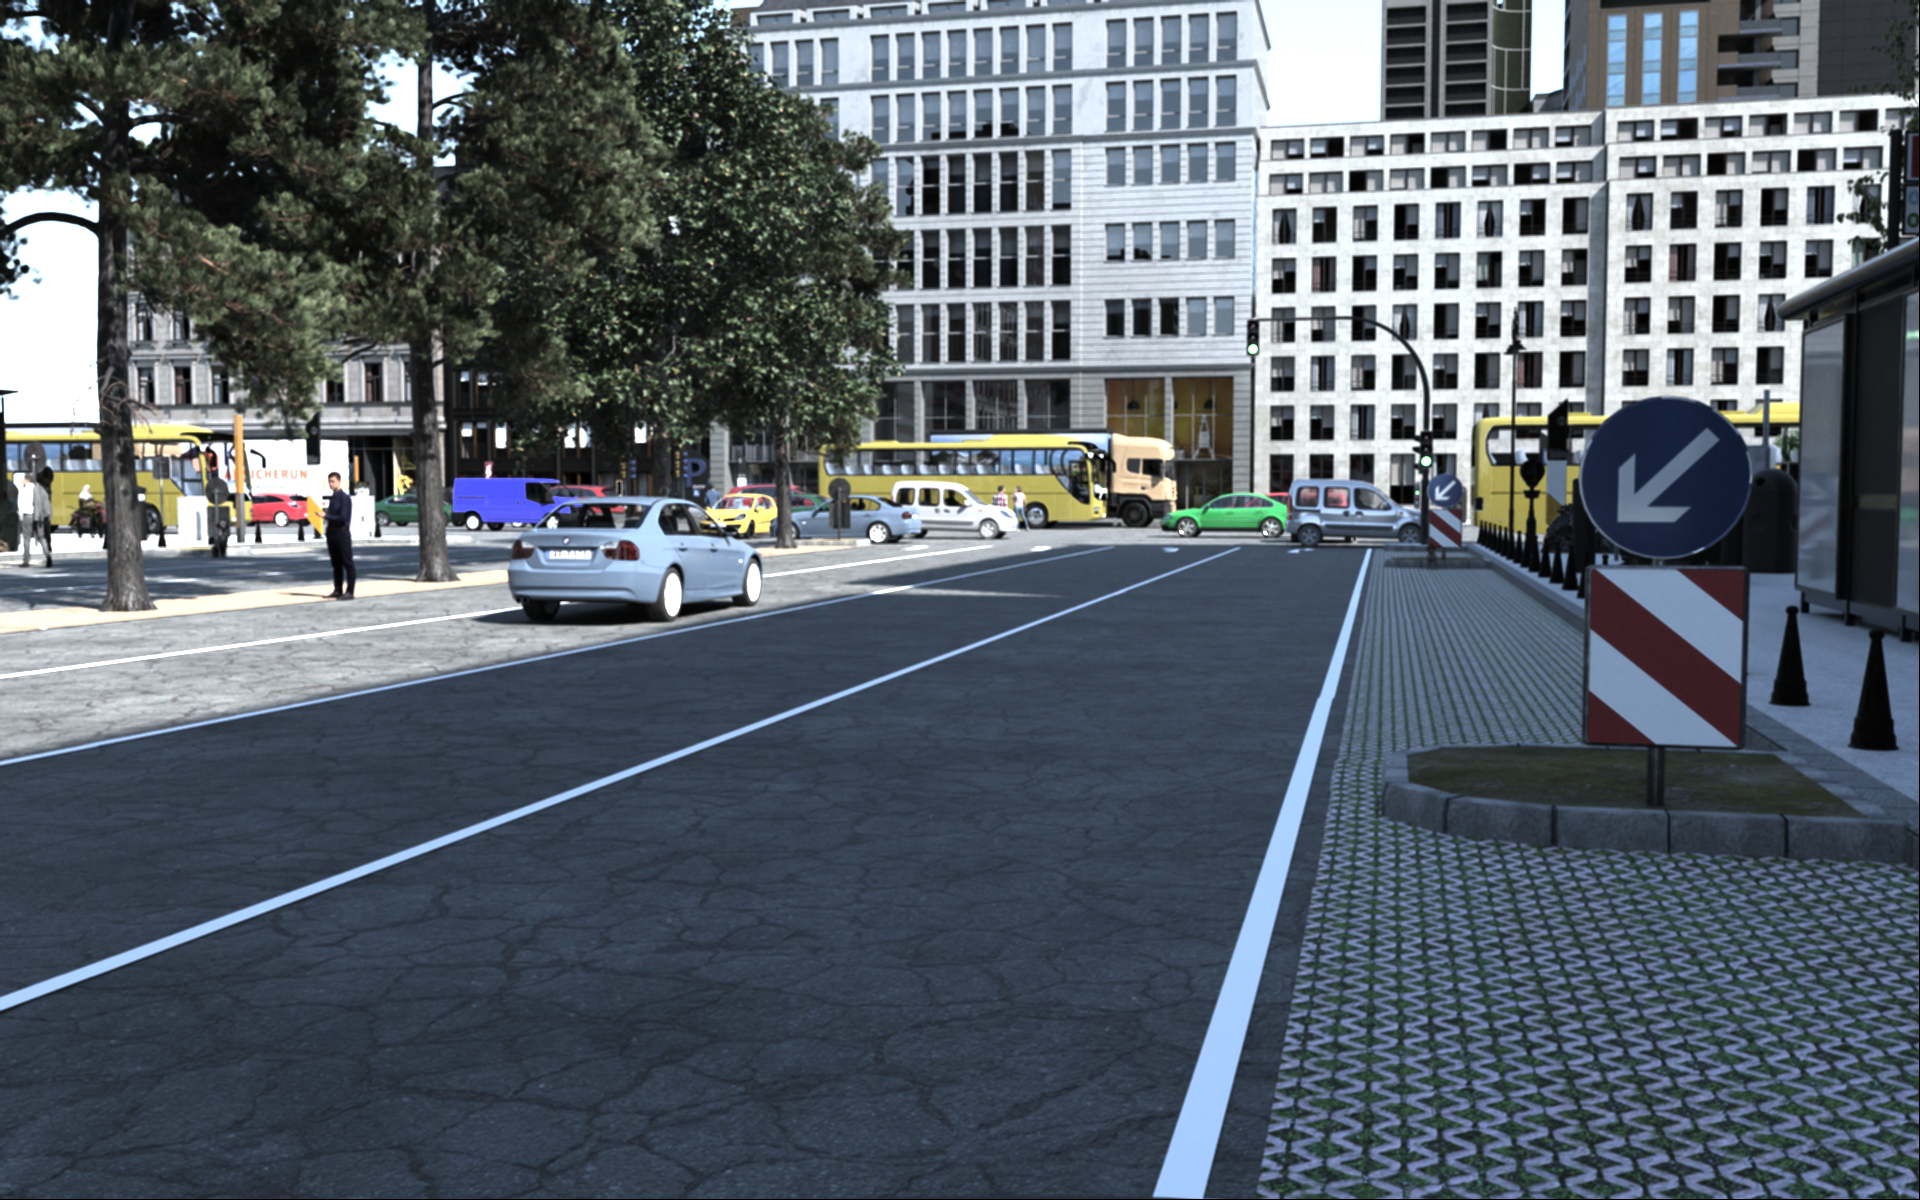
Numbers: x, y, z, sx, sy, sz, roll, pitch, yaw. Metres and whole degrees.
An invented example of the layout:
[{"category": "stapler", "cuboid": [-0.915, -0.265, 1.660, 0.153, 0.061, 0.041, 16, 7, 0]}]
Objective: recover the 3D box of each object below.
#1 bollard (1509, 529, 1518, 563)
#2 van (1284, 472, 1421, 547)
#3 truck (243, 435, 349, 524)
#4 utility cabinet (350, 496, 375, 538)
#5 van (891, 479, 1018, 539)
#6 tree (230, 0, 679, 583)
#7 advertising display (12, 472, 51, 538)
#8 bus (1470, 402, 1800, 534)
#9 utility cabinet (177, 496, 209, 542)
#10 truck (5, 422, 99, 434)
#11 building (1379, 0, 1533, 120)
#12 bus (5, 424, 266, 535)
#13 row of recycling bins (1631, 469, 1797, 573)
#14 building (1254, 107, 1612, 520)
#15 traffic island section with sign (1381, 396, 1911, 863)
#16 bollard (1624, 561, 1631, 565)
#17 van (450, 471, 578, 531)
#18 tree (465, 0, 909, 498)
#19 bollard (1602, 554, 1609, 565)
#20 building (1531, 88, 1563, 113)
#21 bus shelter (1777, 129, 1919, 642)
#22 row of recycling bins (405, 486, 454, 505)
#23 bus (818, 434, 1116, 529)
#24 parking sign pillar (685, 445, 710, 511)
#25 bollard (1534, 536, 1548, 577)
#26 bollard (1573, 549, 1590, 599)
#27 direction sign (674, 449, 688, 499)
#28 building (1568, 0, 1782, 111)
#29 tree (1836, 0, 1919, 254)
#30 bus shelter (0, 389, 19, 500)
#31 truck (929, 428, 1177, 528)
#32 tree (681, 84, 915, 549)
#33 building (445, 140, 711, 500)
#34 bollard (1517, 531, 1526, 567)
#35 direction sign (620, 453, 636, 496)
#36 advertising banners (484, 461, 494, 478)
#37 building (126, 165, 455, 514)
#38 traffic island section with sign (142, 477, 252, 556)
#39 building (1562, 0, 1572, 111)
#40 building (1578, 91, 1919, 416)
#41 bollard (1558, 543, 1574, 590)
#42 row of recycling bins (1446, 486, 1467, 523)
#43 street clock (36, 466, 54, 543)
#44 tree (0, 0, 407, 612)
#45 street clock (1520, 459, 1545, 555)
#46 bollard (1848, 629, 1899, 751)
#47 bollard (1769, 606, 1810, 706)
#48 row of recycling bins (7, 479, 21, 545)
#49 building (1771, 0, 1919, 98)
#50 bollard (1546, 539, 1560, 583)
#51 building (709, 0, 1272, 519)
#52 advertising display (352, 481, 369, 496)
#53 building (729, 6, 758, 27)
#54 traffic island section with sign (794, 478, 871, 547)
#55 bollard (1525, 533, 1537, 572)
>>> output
[{"category": "bollard", "cuboid": [10.373, -0.984, 32.127, 0.229, 0.601, 0.229, 0, 3, 0]}, {"category": "van", "cuboid": [10.918, -2.451, 47.083, 4.112, 2.044, 2.013, 1, 4, 14]}, {"category": "truck", "cuboid": [-35.545, -5.854, 84.624, 11.283, 4.237, 2.839, 1, 4, 12]}, {"category": "utility cabinet", "cuboid": [-17.839, -2.448, 51.186, 1.020, 1.237, 0.306, -1, 4, -15]}, {"category": "van", "cuboid": [-0.198, -2.983, 55.787, 4.112, 2.044, 2.013, 1, 4, 13]}, {"category": "tree", "cuboid": [-8.669, -7.221, 27.950, 7.806, 13.903, 7.818, 0, 3, 0]}, {"category": "advertising display", "cuboid": [-26.866, -2.749, 50.163, 0.974, 1.923, 0.123, -1, 4, -15]}, {"category": "bus", "cuboid": [20.411, -3.418, 47.432, 12.252, 3.916, 2.896, 1, 4, 14]}, {"category": "utility cabinet", "cuboid": [-20.886, -2.202, 47.159, 0.306, 1.237, 1.020, 1, 4, 9]}, {"category": "truck", "cuboid": [-35.657, -4.883, 68.745, 11.283, 4.237, 2.839, 1, 4, 15]}, {"category": "building", "cuboid": [70.268, -49.489, 247.391, 20.611, 71.187, 20.563, 1, 4, 14]}, {"category": "bus", "cuboid": [-31.027, -4.299, 61.834, 12.252, 3.916, 2.896, 1, 4, 13]}, {"category": "row of recycling bins", "cuboid": [12.871, -1.378, 29.636, 1.069, 1.692, 3.534, -1, 4, -18]}, {"category": "building", "cuboid": [24.495, -14.481, 91.508, 16.860, 20.320, 10.420, 1, 4, 14]}, {"category": "traffic island section with sign", "cuboid": [2.940, 0.049, 7.820, 1.989, 1.847, 2.006, 1, 4, 14]}, {"category": "bollard", "cuboid": [6.837, -0.104, 17.747, 0.229, 0.601, 0.229, 0, 3, 0]}, {"category": "van", "cuboid": [-16.957, -3.837, 67.121, 5.245, 2.365, 2.240, 1, 4, 15]}, {"category": "tree", "cuboid": [-6.289, -7.155, 36.456, 9.611, 12.733, 9.660, 0, 3, 0]}, {"category": "bollard", "cuboid": [7.276, -0.214, 19.540, 0.229, 0.601, 0.229, 0, 3, 0]}, {"category": "building", "cuboid": [94.115, -42.846, 242.536, 28.212, 58.520, 21.231, 1, 4, 14]}, {"category": "bus shelter", "cuboid": [9.511, -2.407, 16.982, 2.179, 5.291, 8.768, 1, 4, 14]}, {"category": "row of recycling bins", "cuboid": [-28.545, -5.316, 94.028, 1.069, 1.692, 3.534, 2, 4, 30]}, {"category": "bus", "cuboid": [0.239, -4.954, 72.550, 12.252, 3.916, 2.896, 1, 4, 14]}, {"category": "parking sign pillar", "cuboid": [-14.238, -6.449, 93.905, 1.447, 3.967, 1.447, 1, 4, 9]}, {"category": "bollard", "cuboid": [9.043, -0.655, 26.744, 0.229, 0.601, 0.229, 0, 3, 0]}, {"category": "bollard", "cuboid": [7.720, -0.324, 21.345, 0.229, 0.601, 0.229, 0, 3, 0]}, {"category": "direction sign", "cuboid": [-14.191, -5.882, 88.171, 0.379, 3.537, 0.876, 3, 4, 38]}, {"category": "building", "cuboid": [57.371, -30.041, 141.279, 14.600, 45.320, 14.200, 1, 4, 14]}, {"category": "tree", "cuboid": [13.936, -4.473, 23.501, 4.737, 8.622, 4.395, 0, 3, 0]}, {"category": "bus shelter", "cuboid": [-22.872, -2.770, 36.565, 1.731, 3.624, 6.357, 1, 4, 14]}, {"category": "truck", "cuboid": [4.388, -5.292, 75.439, 11.283, 4.237, 2.839, 1, 4, 14]}, {"category": "tree", "cuboid": [-4.649, -7.363, 44.890, 6.751, 12.117, 7.091, 0, 3, 0]}, {"category": "building", "cuboid": [-20.170, -16.719, 103.030, 15.834, 23.373, 12.332, 1, 4, 14]}, {"category": "bollard", "cuboid": [9.929, -0.874, 30.334, 0.229, 0.601, 0.229, 0, 3, 0]}, {"category": "direction sign", "cuboid": [-17.569, -6.098, 91.701, 0.876, 3.537, 0.379, 0, 4, 2]}, {"category": "advertising banners", "cuboid": [-25.545, -5.819, 91.322, 2.074, 3.025, 0.090, -3, 4, -38]}, {"category": "building", "cuboid": [-48.019, -15.713, 107.822, 40.483, 20.767, 10.553, 1, 4, 14]}, {"category": "traffic island section with sign", "cuboid": [-17.799, -1.955, 40.594, 1.989, 1.847, 2.006, 1, 4, 14]}, {"category": "building", "cuboid": [64.036, -43.972, 157.191, 20.563, 71.187, 20.611, 1, 4, 14]}, {"category": "building", "cuboid": [40.749, -14.205, 87.005, 16.860, 20.320, 10.420, 1, 4, 14]}, {"category": "bollard", "cuboid": [8.165, -0.435, 23.151, 0.229, 0.601, 0.229, 0, 3, 0]}, {"category": "row of recycling bins", "cuboid": [22.275, -4.324, 77.814, 1.069, 1.692, 3.534, 1, 4, 14]}, {"category": "street clock", "cuboid": [-23.990, -2.498, 45.414, 0.358, 2.002, 0.471, 0, 4, 4]}, {"category": "tree", "cuboid": [-10.250, -5.890, 20.808, 6.751, 12.117, 7.091, 0, 3, 0]}, {"category": "street clock", "cuboid": [11.972, -1.939, 36.274, 0.471, 2.002, 0.358, 1, 4, 9]}, {"category": "bollard", "cuboid": [4.621, 0.446, 8.747, 0.229, 0.601, 0.229, 0, 3, 0]}, {"category": "bollard", "cuboid": [5.068, 0.335, 10.561, 0.229, 0.601, 0.229, 0, 3, 0]}, {"category": "row of recycling bins", "cuboid": [-25.125, -2.256, 43.994, 3.534, 1.692, 1.069, 2, 4, 33]}, {"category": "building", "cuboid": [84.784, -44.594, 167.358, 20.611, 71.187, 20.563, 1, 4, 14]}, {"category": "bollard", "cuboid": [8.606, -0.544, 24.943, 0.229, 0.601, 0.229, 0, 3, 0]}, {"category": "building", "cuboid": [1.786, -19.515, 96.567, 29.804, 29.767, 11.434, 1, 4, 14]}, {"category": "advertising display", "cuboid": [-30.508, -5.078, 88.241, 0.123, 1.923, 0.974, 2, 4, 30]}, {"category": "building", "cuboid": [-11.179, -30.964, 156.377, 14.600, 45.320, 14.200, 1, 4, 14]}, {"category": "traffic island section with sign", "cuboid": [-3.532, -2.441, 48.051, 2.006, 1.907, 1.989, 1, 4, 14]}, {"category": "bollard", "cuboid": [9.483, -0.764, 28.537, 0.229, 0.601, 0.229, 0, 3, 0]}]
